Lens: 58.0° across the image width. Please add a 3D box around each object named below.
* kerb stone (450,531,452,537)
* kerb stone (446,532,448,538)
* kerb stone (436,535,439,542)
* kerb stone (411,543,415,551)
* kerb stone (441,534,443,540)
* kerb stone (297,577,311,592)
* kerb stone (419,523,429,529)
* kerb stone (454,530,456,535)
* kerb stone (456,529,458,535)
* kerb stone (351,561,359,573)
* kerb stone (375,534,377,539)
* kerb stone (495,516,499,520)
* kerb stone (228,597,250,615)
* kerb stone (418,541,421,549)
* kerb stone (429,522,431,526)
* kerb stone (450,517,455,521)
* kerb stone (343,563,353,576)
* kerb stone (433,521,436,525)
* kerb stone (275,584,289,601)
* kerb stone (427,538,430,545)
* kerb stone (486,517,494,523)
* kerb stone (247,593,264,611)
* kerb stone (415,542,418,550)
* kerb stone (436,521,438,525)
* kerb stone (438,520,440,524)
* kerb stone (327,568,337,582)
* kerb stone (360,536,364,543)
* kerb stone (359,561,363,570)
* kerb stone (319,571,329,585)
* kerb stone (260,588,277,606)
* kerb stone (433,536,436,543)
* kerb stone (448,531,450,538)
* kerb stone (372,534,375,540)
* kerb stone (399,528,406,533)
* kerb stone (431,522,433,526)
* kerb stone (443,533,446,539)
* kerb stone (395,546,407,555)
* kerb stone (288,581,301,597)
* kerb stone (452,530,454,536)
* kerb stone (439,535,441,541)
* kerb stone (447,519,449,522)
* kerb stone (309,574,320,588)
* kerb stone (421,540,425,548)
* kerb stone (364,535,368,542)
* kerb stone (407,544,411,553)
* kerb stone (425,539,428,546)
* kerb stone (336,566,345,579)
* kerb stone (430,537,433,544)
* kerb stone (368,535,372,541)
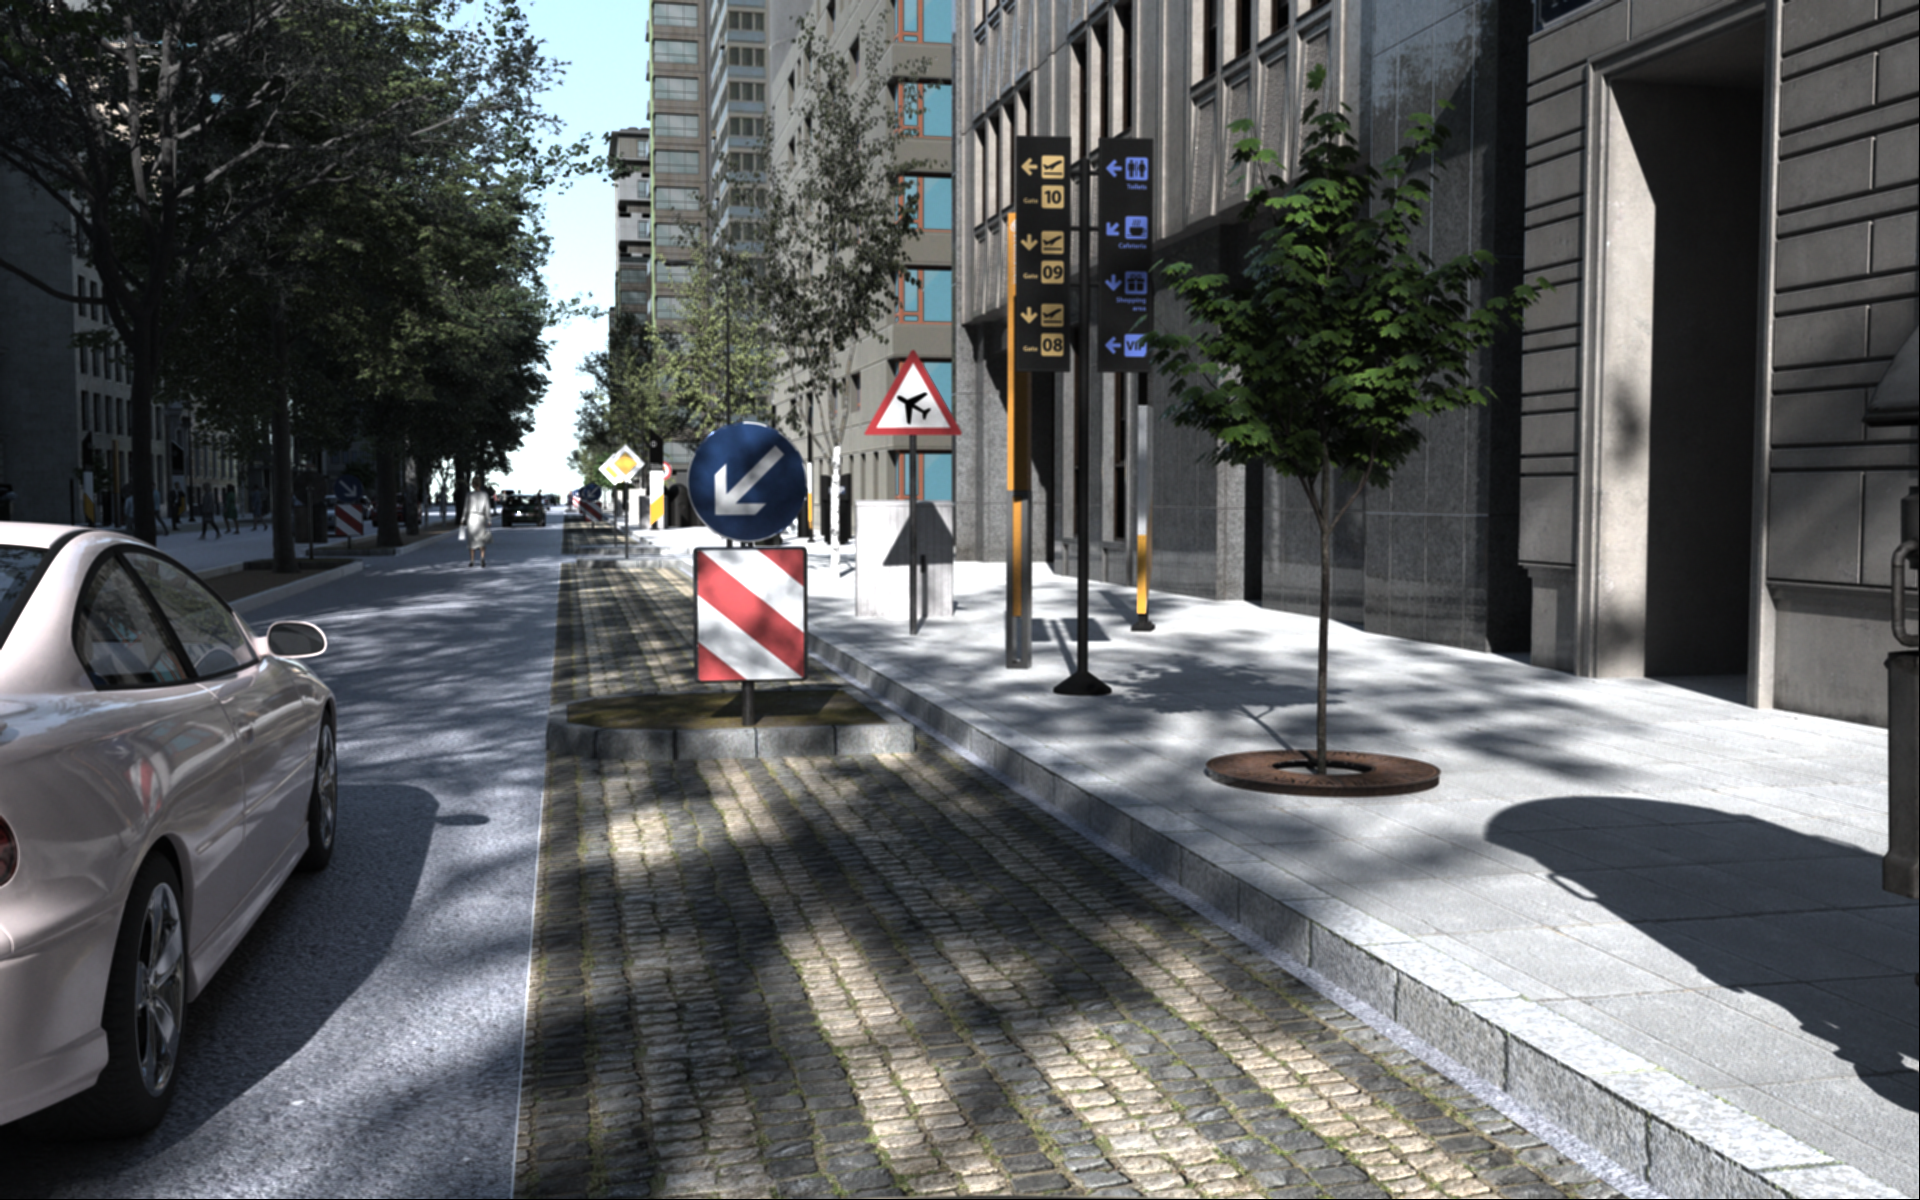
[{"bbox_3d":[-16.915,-2.133,57.072,0.120,0.150,1.000,-1,4,-13],"label":"kerb stone"},{"bbox_3d":[-16.462,-2.003,55.075,0.120,0.150,1.000,-1,4,-13],"label":"kerb stone"},{"bbox_3d":[-15.550,-1.766,51.071,0.120,0.150,1.000,-1,4,-13],"label":"kerb stone"},{"bbox_3d":[-13.726,-1.270,43.088,0.120,0.150,1.000,-1,4,-13],"label":"kerb stone"},{"bbox_3d":[-16.012,-1.882,53.081,0.120,0.150,1.000,-1,4,-13],"label":"kerb stone"},{"bbox_3d":[-9.730,-0.202,25.492,0.120,0.150,1.000,-1,4,-13],"label":"kerb stone"},{"bbox_3d":[-23.067,-3.200,74.585,0.120,0.150,1.000,-1,4,-13],"label":"kerb stone"},{"bbox_3d":[-17.367,-2.255,59.066,0.120,0.150,1.000,-1,4,-13],"label":"kerb stone"},{"bbox_3d":[-17.598,-2.316,60.061,0.120,0.150,1.000,-1,4,-13],"label":"kerb stone"},{"bbox_3d":[-11.099,-0.569,31.499,0.120,0.150,1.000,-1,4,-13],"label":"kerb stone"},{"bbox_3d":[-18.509,-1.982,54.603,0.120,0.150,1.000,-1,4,-13],"label":"kerb stone"},{"bbox_3d":[-25.790,-4.516,96.036,0.120,0.150,1.000,-1,4,-13],"label":"kerb stone"},{"bbox_3d":[-8.591,0.103,20.505,0.120,0.150,1.000,-1,4,-13],"label":"kerb stone"},{"bbox_3d":[-14.188,-1.400,45.081,0.120,0.150,1.000,-1,4,-13],"label":"kerb stone"},{"bbox_3d":[-23.284,-3.262,75.584,0.120,0.150,1.000,-1,4,-13],"label":"kerb stone"},{"bbox_3d":[-26.923,-4.243,91.567,0.120,0.150,1.000,-1,4,-13],"label":"kerb stone"},{"bbox_3d":[-10.866,-0.508,30.497,0.120,0.150,1.000,-1,4,-13],"label":"kerb stone"},{"bbox_3d":[-23.973,-3.449,78.579,0.120,0.150,1.000,-1,4,-13],"label":"kerb stone"},{"bbox_3d":[-9.276,-0.080,23.498,0.120,0.150,1.000,-1,4,-13],"label":"kerb stone"},{"bbox_3d":[-14.874,-1.583,48.081,0.120,0.150,1.000,-1,4,-13],"label":"kerb stone"},{"bbox_3d":[-24.423,-4.150,90.041,0.120,0.150,1.000,-1,4,-13],"label":"kerb stone"},{"bbox_3d":[-8.822,0.042,21.501,0.120,0.150,1.000,-1,4,-13],"label":"kerb stone"},{"bbox_3d":[-13.960,-1.336,44.082,0.120,0.150,1.000,-1,4,-13],"label":"kerb stone"},{"bbox_3d":[-24.189,-3.505,79.579,0.120,0.150,1.000,-1,4,-13],"label":"kerb stone"},{"bbox_3d":[-24.425,-3.571,80.574,0.120,0.150,1.000,-1,4,-13],"label":"kerb stone"},{"bbox_3d":[-10.412,-0.385,28.488,0.120,0.150,1.000,-1,4,-13],"label":"kerb stone"},{"bbox_3d":[-17.602,-1.736,50.607,0.120,0.150,1.000,-1,4,-13],"label":"kerb stone"},{"bbox_3d":[-11.329,-0.631,32.506,0.120,0.150,1.000,-1,4,-13],"label":"kerb stone"},{"bbox_3d":[-10.185,-0.322,27.488,0.120,0.150,1.000,-1,4,-13],"label":"kerb stone"},{"bbox_3d":[-9.049,-0.019,22.500,0.120,0.150,1.000,-1,4,-13],"label":"kerb stone"},{"bbox_3d":[-15.331,-1.705,50.073,0.120,0.150,1.000,-1,4,-13],"label":"kerb stone"},{"bbox_3d":[-16.689,-2.068,56.075,0.120,0.150,1.000,-1,4,-13],"label":"kerb stone"},{"bbox_3d":[-18.291,-1.921,53.602,0.120,0.150,1.000,-1,4,-13],"label":"kerb stone"},{"bbox_3d":[-20.787,-2.590,64.594,0.120,0.150,1.000,-1,4,-13],"label":"kerb stone"},{"bbox_3d":[-23.516,-3.327,76.584,0.120,0.150,1.000,-1,4,-13],"label":"kerb stone"},{"bbox_3d":[-16.238,-1.947,54.077,0.120,0.150,1.000,-1,4,-13],"label":"kerb stone"},{"bbox_3d":[-13.283,-1.155,41.079,0.120,0.150,1.000,-1,4,-13],"label":"kerb stone"},{"bbox_3d":[-9.500,-0.136,24.496,0.120,0.150,1.000,-1,4,-13],"label":"kerb stone"},{"bbox_3d":[-17.145,-2.192,58.068,0.120,0.150,1.000,-1,4,-13],"label":"kerb stone"},{"bbox_3d":[-15.786,-1.828,52.084,0.120,0.150,1.000,-1,4,-13],"label":"kerb stone"},{"bbox_3d":[-25.791,-3.935,86.575,0.120,0.150,1.000,-1,4,-13],"label":"kerb stone"},{"bbox_3d":[-9.955,-0.263,26.489,0.120,0.150,1.000,-1,4,-13],"label":"kerb stone"},{"bbox_3d":[-14.417,-1.461,46.080,0.120,0.150,1.000,-1,4,-13],"label":"kerb stone"},{"bbox_3d":[-17.827,-1.799,51.604,0.120,0.150,1.000,-1,4,-13],"label":"kerb stone"},{"bbox_3d":[-13.505,-1.216,42.082,0.120,0.150,1.000,-1,4,-13],"label":"kerb stone"},{"bbox_3d":[-14.645,-1.522,47.076,0.120,0.150,1.000,-1,4,-13],"label":"kerb stone"},{"bbox_3d":[-10.645,-0.442,29.490,0.120,0.150,1.000,-1,4,-13],"label":"kerb stone"},{"bbox_3d":[-15.097,-1.643,49.078,0.120,0.150,1.000,-1,4,-13],"label":"kerb stone"},{"bbox_3d":[-18.059,-1.860,52.606,0.120,0.150,1.000,-1,4,-13],"label":"kerb stone"}]
